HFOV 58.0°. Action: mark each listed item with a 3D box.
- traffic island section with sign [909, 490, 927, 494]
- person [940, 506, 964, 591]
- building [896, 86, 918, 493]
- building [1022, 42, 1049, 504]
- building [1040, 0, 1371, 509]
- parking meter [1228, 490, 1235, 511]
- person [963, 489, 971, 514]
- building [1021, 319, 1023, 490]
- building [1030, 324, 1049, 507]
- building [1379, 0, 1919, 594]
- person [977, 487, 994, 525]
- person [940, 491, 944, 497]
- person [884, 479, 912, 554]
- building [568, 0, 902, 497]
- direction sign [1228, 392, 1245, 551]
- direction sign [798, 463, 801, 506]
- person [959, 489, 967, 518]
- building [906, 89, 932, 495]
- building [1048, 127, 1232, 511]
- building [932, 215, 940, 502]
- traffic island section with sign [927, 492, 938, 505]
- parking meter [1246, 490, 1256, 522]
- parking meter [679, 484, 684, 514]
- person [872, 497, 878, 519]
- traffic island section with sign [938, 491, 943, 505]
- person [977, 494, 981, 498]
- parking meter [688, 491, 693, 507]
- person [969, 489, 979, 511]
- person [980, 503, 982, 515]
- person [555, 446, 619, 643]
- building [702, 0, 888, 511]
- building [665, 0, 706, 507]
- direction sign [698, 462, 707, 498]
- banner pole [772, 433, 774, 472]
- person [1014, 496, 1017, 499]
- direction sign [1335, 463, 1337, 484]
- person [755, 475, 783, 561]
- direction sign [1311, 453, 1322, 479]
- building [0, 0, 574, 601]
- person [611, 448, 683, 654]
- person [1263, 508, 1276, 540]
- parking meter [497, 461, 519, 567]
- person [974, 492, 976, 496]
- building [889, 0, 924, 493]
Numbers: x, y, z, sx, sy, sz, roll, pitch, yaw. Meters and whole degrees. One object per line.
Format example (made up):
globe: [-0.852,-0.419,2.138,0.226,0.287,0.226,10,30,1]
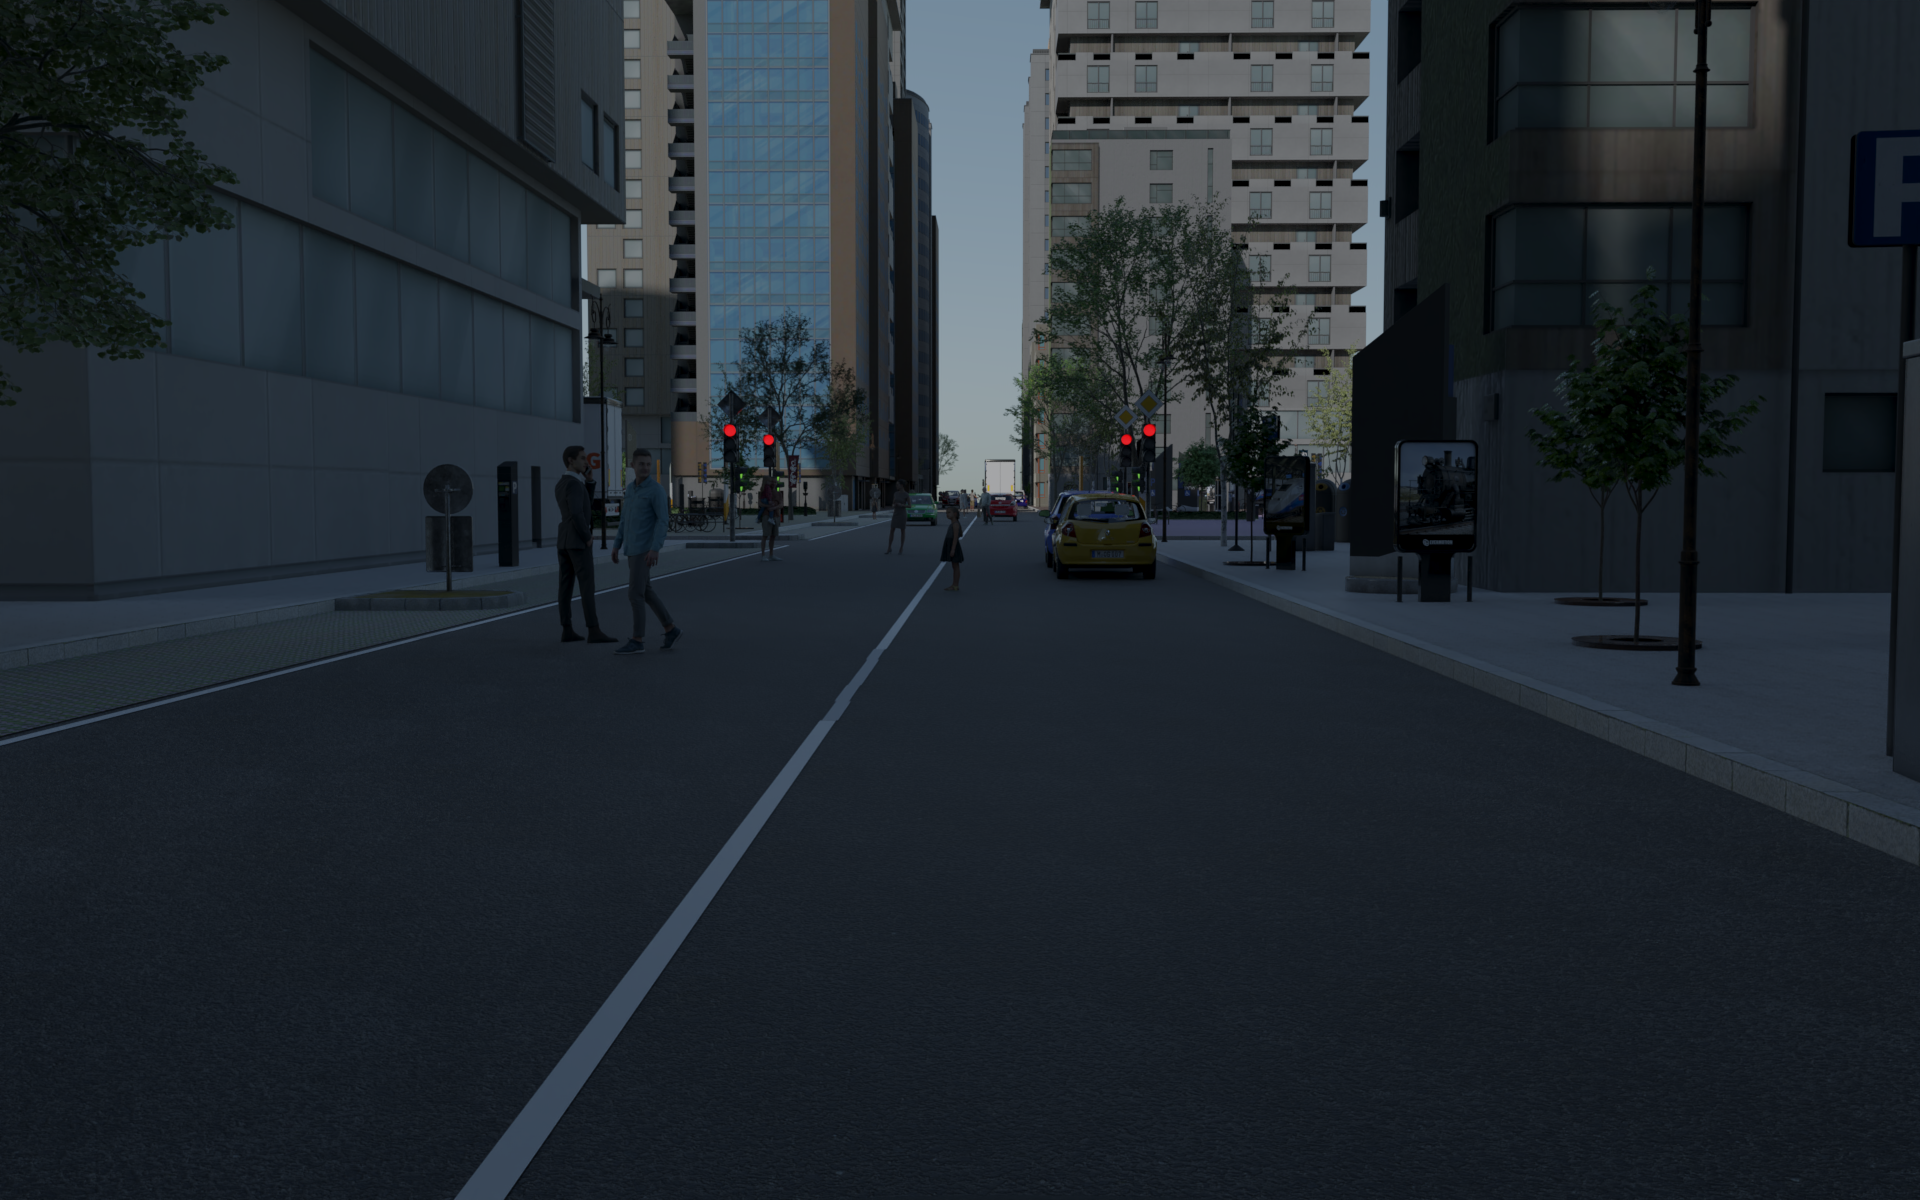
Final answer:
traffic island section with sign: [-4.158,-8.831,153.014,1.989,1.847,2.006,0,4,1]
person: [-0.123,-0.760,25.593,0.373,1.253,0.362,-1,4,-10]
building: [-11.885,-33.179,192.585,14.600,45.320,14.200,0,4,1]
building: [19.627,-42.160,231.315,21.231,58.520,28.212,0,4,1]
building: [22.046,-34.934,160.412,28.713,52.752,27.495,0,4,1]
parking meter: [15.914,-5.696,101.548,0.372,1.533,0.369,0,3,0]
person: [0.508,-7.088,124.745,0.716,1.782,0.532,2,4,33]
building: [17.011,-31.209,281.960,14.160,30.474,14.107,0,4,1]
building: [21.840,-21.131,190.537,27.650,21.520,28.899,0,4,1]
building: [14.194,-15.696,28.325,14.160,30.474,14.107,0,4,1]
person: [1.136,-4.350,80.108,0.782,1.767,0.515,3,4,37]
person: [-2.156,-13.367,227.028,1.348,1.826,0.705,-3,5,-41]
person: [-1.474,-1.977,41.169,0.599,1.781,0.374,2,4,29]
building: [-20.608,-35.605,171.380,28.713,52.752,27.495,0,4,1]
direction sign: [6.249,-2.879,39.067,0.379,3.537,0.876,1,4,21]
direction sign: [-11.717,-8.209,126.213,0.379,3.537,0.876,-1,4,-19]
person: [0.109,-5.699,102.421,0.466,1.731,0.760,3,5,41]
building: [-14.996,-43.187,248.101,21.231,58.520,28.212,0,4,1]
building: [14.165,-22.555,140.475,14.160,30.474,14.107,0,4,1]
building: [-10.396,-37.907,269.892,14.600,45.320,14.200,0,4,1]
traffic island section with sign: [-3.623,-10.530,180.786,1.989,1.847,2.006,0,4,1]
parking meter: [13.627,-4.607,81.028,0.399,1.863,0.255,2,4,32]
parking meter: [-16.244,-5.837,101.151,0.255,1.863,0.399,0,4,-7]
person: [-4.797,-5.153,97.427,0.362,1.253,0.373,3,4,38]
traffic island section with sign: [-2.569,-13.934,236.445,1.989,1.847,2.006,0,4,1]
person: [2.845,-14.547,249.529,0.799,1.438,0.628,-2,4,-30]
parking meter: [-19.275,-7.065,123.919,0.372,1.533,0.369,0,3,0]
person: [1.041,-8.252,143.419,1.348,1.824,0.705,3,5,44]
person: [1.565,-6.573,120.247,0.640,1.303,0.475,2,4,28]
person: [-3.668,-0.548,16.822,0.474,1.900,0.648,-3,4,-37]
building: [-13.557,-30.615,150.661,14.600,45.320,14.200,0,4,1]
building: [-14.584,-29.749,136.505,14.600,45.320,14.200,0,4,1]
direction sign: [-18.298,-8.016,123.059,0.379,3.537,0.876,3,4,36]
banner pole: [-7.682,-4.945,70.874,0.401,3.779,0.863,-1,4,-15]
person: [4.485,-8.834,153.645,1.217,1.736,0.721,1,4,15]
direction sign: [27.619,-8.275,127.294,0.379,3.537,0.876,1,4,16]
person: [-4.086,-1.748,37.048,0.573,1.828,0.580,0,4,7]
direction sign: [19.746,-6.360,95.983,0.876,3.537,0.379,-3,4,-38]
building: [-22.323,-27.152,33.181,27.495,52.752,28.713,0,4,1]
person: [-2.802,-0.446,15.648,0.748,1.841,0.638,-2,4,-33]
person: [9.209,-2.559,50.529,0.709,1.800,0.728,1,4,19]
parking meter: [-7.990,-1.523,30.614,0.255,1.863,0.399,0,4,7]
person: [2.290,-15.405,261.294,0.530,1.710,0.541,3,5,43]
building: [-15.125,-48.005,223.137,20.563,71.187,20.611,0,4,1]
